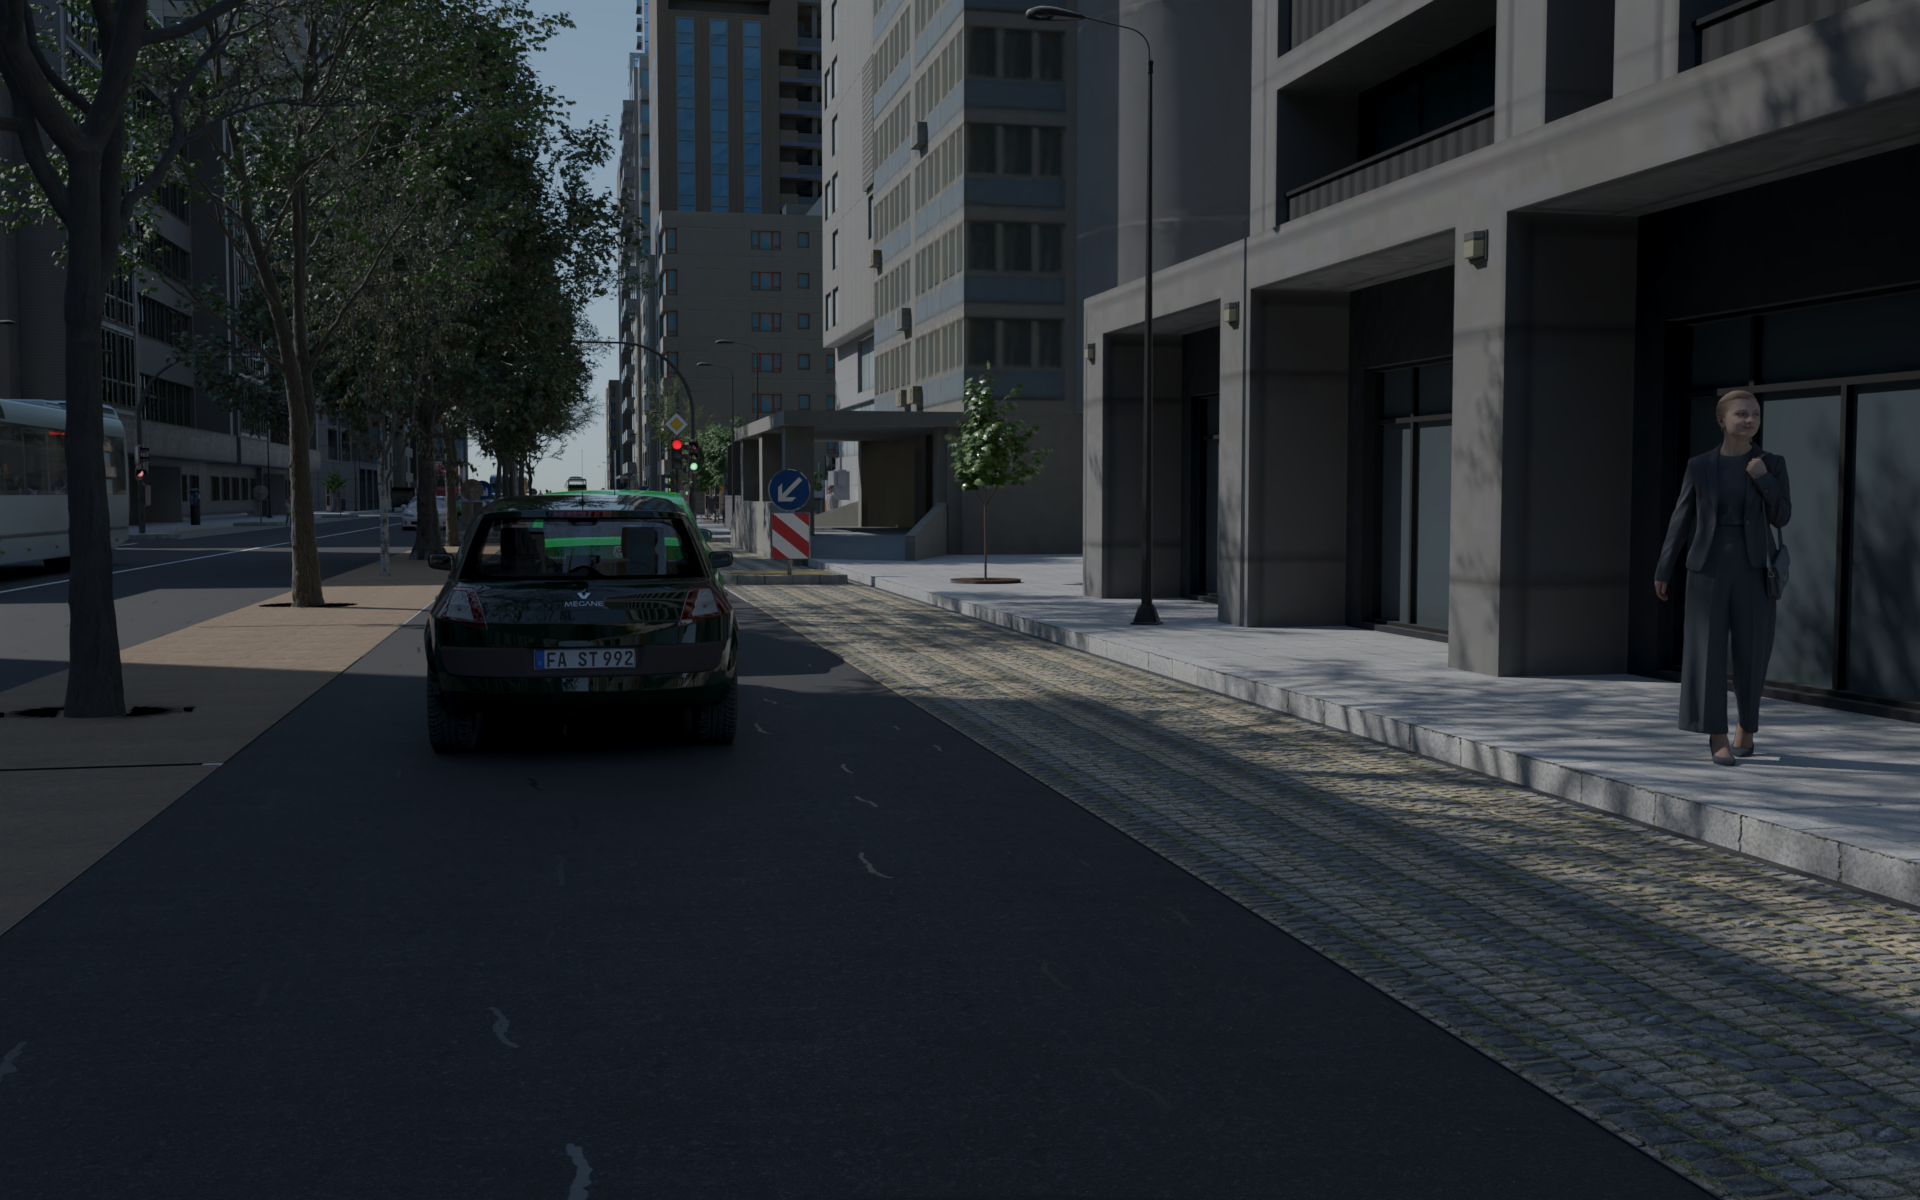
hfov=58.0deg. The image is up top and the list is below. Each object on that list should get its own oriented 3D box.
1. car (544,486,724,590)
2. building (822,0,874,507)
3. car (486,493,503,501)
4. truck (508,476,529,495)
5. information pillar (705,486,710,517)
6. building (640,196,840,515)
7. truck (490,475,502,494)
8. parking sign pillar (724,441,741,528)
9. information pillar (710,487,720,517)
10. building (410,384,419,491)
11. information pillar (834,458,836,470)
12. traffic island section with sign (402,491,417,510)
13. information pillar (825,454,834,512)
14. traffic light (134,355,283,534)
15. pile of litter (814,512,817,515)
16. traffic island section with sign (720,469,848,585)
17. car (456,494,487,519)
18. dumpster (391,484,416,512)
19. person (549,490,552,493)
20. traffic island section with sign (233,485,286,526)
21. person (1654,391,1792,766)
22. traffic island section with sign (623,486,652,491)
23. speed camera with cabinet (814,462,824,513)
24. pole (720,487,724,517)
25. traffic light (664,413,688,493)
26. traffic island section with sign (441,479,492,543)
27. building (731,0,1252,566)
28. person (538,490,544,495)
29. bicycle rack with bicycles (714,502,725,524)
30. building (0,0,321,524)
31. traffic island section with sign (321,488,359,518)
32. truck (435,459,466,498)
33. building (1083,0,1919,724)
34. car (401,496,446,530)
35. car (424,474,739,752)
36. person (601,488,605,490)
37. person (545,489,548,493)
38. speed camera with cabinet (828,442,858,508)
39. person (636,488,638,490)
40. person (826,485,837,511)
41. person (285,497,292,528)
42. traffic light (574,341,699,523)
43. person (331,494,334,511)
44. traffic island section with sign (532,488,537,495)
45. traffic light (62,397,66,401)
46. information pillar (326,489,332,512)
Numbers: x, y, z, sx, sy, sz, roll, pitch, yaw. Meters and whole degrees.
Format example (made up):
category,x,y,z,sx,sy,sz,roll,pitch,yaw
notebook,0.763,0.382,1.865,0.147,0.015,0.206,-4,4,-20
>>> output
category,x,y,z,sx,sy,sz,roll,pitch,yaw
car,-3.231,-0.446,16.085,1.959,1.807,4.718,-1,4,-13
building,8.663,-29.763,75.871,27.495,52.752,28.713,-1,4,-13
car,-39.451,-8.415,147.175,1.945,1.707,3.694,-1,4,-11
truck,-48.666,-11.846,189.613,3.469,3.379,9.791,-1,4,-11
information pillar,-13.915,-5.573,95.607,0.304,2.012,0.304,0,3,0
building,-7.801,-16.988,122.787,27.650,21.520,28.899,-1,4,-13
truck,-64.827,-15.561,244.173,2.967,4.110,18.799,-1,4,-14
parking sign pillar,-8.310,-4.758,66.261,1.447,3.967,1.447,-1,4,-23
information pillar,-13.375,-5.539,95.048,0.304,2.012,0.304,-2,4,-29
building,-64.946,-25.119,182.396,14.160,30.474,14.107,-1,4,-13
information pillar,-7.714,-7.097,107.391,0.504,3.616,0.183,2,4,25
traffic island section with sign,-48.448,-8.876,153.746,1.989,1.847,2.006,-1,4,-13
information pillar,-7.816,-6.798,102.500,0.183,3.616,0.504,2,4,35
traffic light,-24.536,-5.015,56.666,4.771,5.953,1.251,-1,4,-13
pile of litter,-8.679,-5.207,99.097,1.719,0.858,1.176,1,4,17
traffic island section with sign,-2.958,-1.190,28.078,1.989,1.847,2.006,-1,4,-13
car,-27.601,-5.421,97.422,1.959,1.807,4.718,-1,4,-14
dumpster,-45.615,-8.377,141.920,1.985,2.255,1.502,-1,4,-13
person,-42.577,-10.505,180.256,1.348,1.824,0.705,3,4,36
traffic island section with sign,-31.436,-4.232,77.816,1.989,1.847,2.006,-1,4,-13
person,3.687,-0.115,8.342,0.576,1.772,0.534,0,4,6
traffic island section with sign,-15.055,-4.493,82.094,1.989,1.847,2.006,-1,4,-13
speed camera with cabinet,-9.481,-6.926,107.569,2.038,3.252,0.660,0,4,-2
pole,-13.386,-6.330,97.346,0.158,3.312,0.155,0,3,0
traffic light,-9.813,-4.343,59.930,0.839,4.253,0.868,-1,4,-13
traffic island section with sign,-14.426,-2.626,51.078,2.006,1.907,1.989,-1,4,-13
building,10.913,-21.493,43.295,32.217,40.220,23.993,-1,4,-13
person,-41.474,-9.952,171.225,1.348,1.823,0.705,0,4,6
bicycle rack with bicycles,-9.559,-3.779,75.161,2.852,0.926,2.925,-1,4,-11
building,-45.791,-17.042,97.696,14.314,24.678,30.058,-1,4,-13
traffic island section with sign,-37.472,-5.880,104.763,1.989,1.847,2.006,-1,4,-13
truck,-41.437,-9.233,139.878,2.839,4.237,11.283,-1,4,-13
building,13.761,-35.091,11.994,20.563,71.187,20.611,-1,4,-13
car,-21.439,-3.523,69.955,2.083,1.381,4.827,-1,4,-13
car,-2.420,-0.083,11.139,2.009,1.686,4.222,-1,4,-12
person,-19.484,-5.250,94.696,0.532,1.782,0.716,1,4,16
person,-32.680,-7.857,136.941,0.705,1.826,1.348,-2,4,-35
speed camera with cabinet,-3.979,-4.380,65.942,2.038,3.252,0.660,-2,4,-28
person,-29.014,-9.146,155.446,0.709,1.838,0.599,-1,4,-20
person,-4.234,-2.909,56.821,0.466,1.731,0.760,2,4,24
person,-28.693,-3.750,74.066,0.306,1.304,0.590,-3,5,-39
traffic light,-10.090,-4.702,51.543,4.771,5.953,1.251,-1,4,-13
person,-46.160,-7.156,127.321,0.394,1.301,0.425,-2,4,-30
traffic island section with sign,-32.471,-7.553,131.635,2.006,1.907,1.989,-1,4,-13
traffic light,-24.812,-3.637,48.384,0.839,4.253,0.868,-1,4,-13
information pillar,-44.019,-7.111,120.764,0.304,2.012,0.304,0,4,-7
